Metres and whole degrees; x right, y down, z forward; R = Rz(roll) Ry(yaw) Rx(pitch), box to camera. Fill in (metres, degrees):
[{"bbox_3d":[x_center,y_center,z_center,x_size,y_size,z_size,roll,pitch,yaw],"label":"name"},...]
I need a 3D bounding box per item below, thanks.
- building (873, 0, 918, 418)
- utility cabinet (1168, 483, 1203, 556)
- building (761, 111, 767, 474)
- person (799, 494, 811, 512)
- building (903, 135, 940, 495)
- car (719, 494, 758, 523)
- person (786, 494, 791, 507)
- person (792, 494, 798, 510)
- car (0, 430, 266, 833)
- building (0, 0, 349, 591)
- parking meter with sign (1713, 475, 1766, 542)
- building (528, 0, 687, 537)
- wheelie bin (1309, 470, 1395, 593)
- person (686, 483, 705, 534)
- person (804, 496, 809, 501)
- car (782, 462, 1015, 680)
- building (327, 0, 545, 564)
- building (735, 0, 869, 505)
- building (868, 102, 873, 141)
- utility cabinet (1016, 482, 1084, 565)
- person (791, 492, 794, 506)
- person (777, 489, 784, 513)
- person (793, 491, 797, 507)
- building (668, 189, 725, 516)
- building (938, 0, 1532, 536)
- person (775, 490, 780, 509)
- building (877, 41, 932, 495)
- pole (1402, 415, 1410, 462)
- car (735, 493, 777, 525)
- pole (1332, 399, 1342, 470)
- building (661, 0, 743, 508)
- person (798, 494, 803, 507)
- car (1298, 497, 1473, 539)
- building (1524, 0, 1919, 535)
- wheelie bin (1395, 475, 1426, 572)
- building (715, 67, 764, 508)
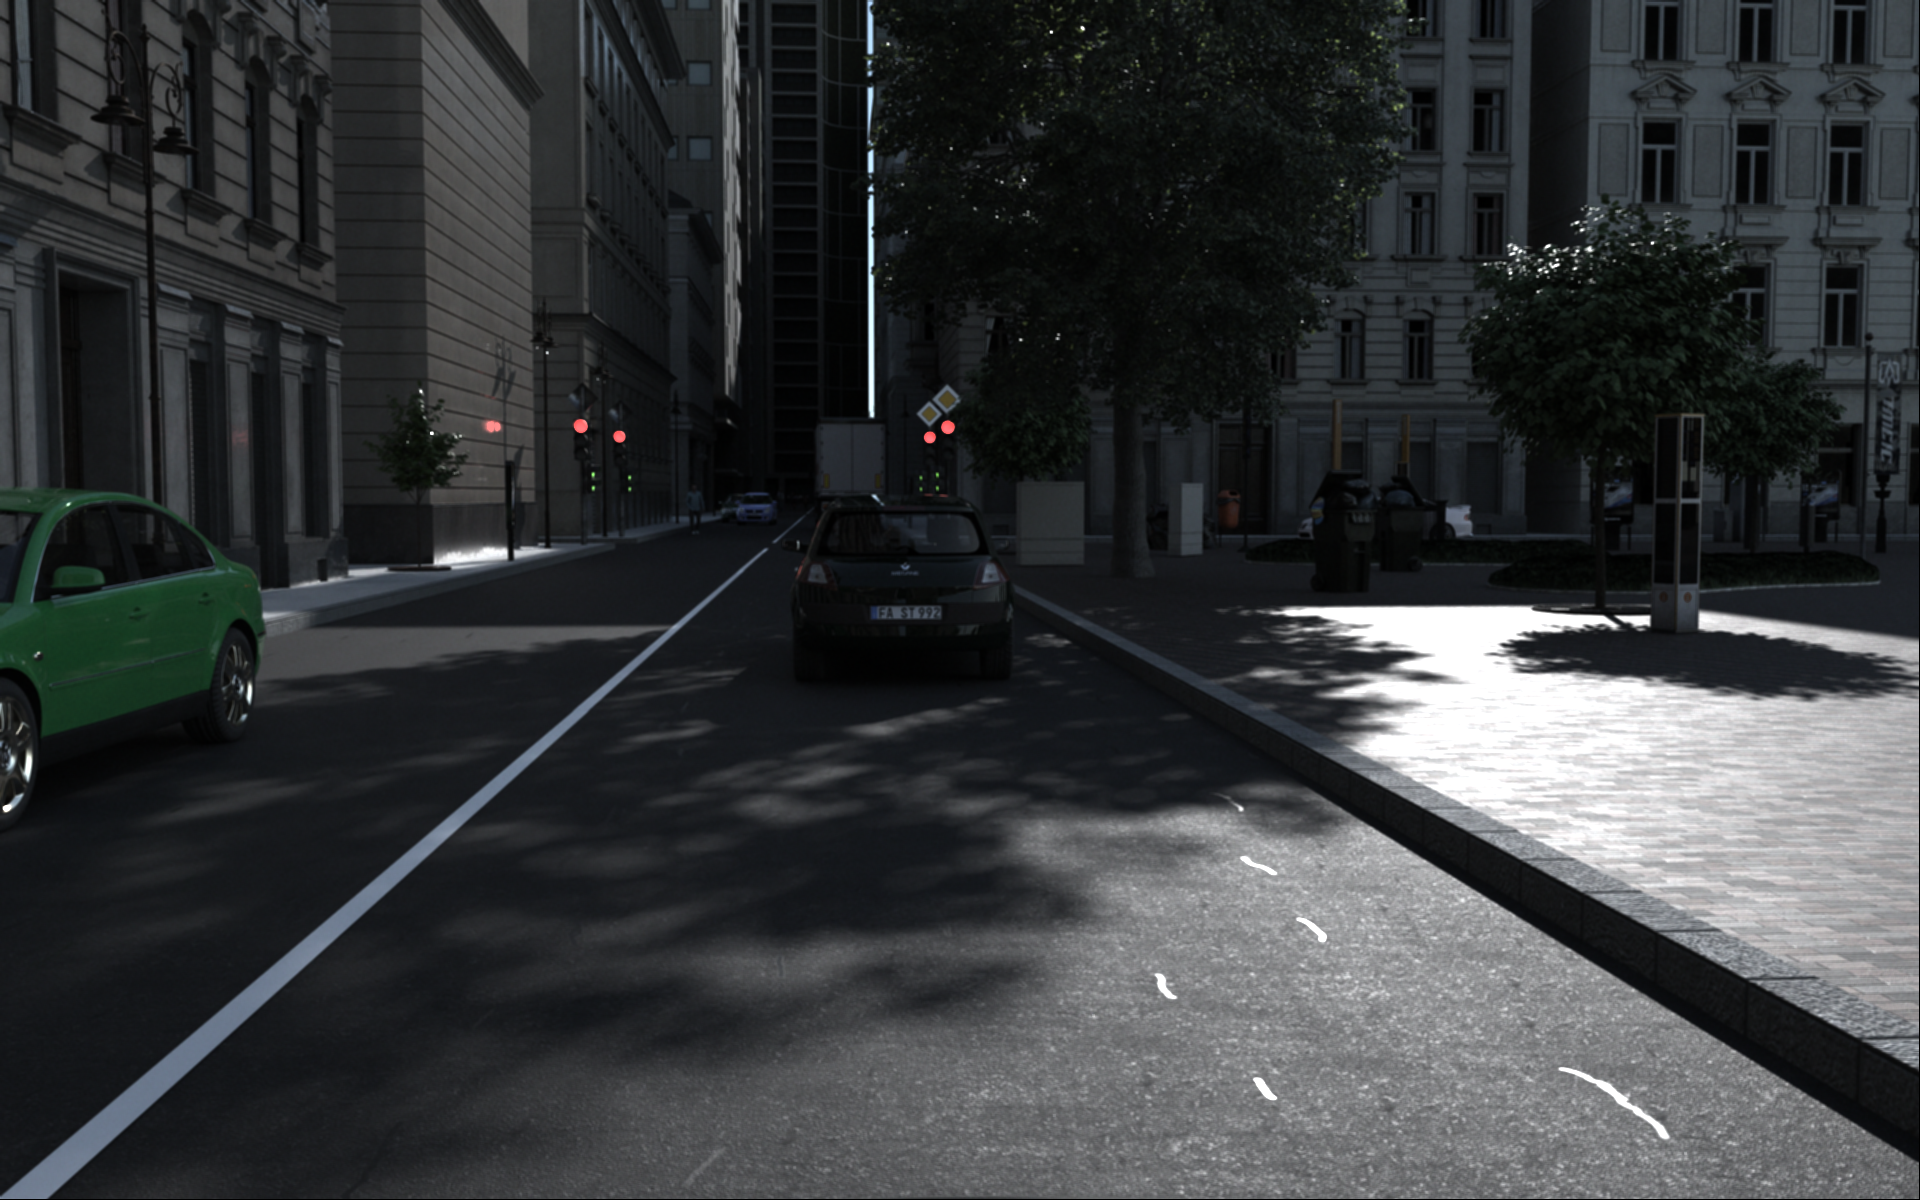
[{"bbox_3d":[-0.075,-27.996,141.326,14.154,41.232,14.086,0,4,-4],"label":"building"},{"bbox_3d":[4.656,-1.660,35.817,0.318,1.500,1.173,2,4,30],"label":"utility cabinet"},{"bbox_3d":[-36.688,-34.826,189.021,30.456,49.044,23.786,0,4,-4],"label":"building"},{"bbox_3d":[-12.433,-7.818,139.580,1.065,1.426,0.557,1,4,21],"label":"person"},{"bbox_3d":[4.633,-15.997,80.630,14.460,24.649,34.723,0,4,-4],"label":"building"},{"bbox_3d":[-11.009,-4.600,87.013,2.131,1.459,4.920,0,4,-5],"label":"car"},{"bbox_3d":[-19.363,-11.257,195.735,0.799,1.438,0.628,1,4,17],"label":"person"},{"bbox_3d":[-15.202,-9.064,159.928,0.421,1.427,0.697,3,4,37],"label":"person"},{"bbox_3d":[-4.979,0.012,8.608,1.959,1.807,4.718,0,4,-3],"label":"car"},{"bbox_3d":[-13.383,-10.248,16.700,9.793,20.994,18.267,0,4,-4],"label":"building"},{"bbox_3d":[21.009,-3.070,46.451,1.738,3.016,0.543,-2,4,-25],"label":"parking meter with sign"},{"bbox_3d":[-19.596,-14.194,65.364,16.112,22.955,30.059,0,4,-4],"label":"building"},{"bbox_3d":[5.077,-0.910,22.785,0.980,1.594,0.693,-2,4,-35],"label":"wheelie bin"},{"bbox_3d":[-9.518,-3.282,62.175,0.660,1.820,0.620,-2,4,-25],"label":"person"},{"bbox_3d":[-17.563,-11.365,197.501,0.628,1.438,0.799,-2,4,-24],"label":"person"},{"bbox_3d":[-0.531,-0.304,14.752,2.009,1.686,4.222,0,4,-4],"label":"car"},{"bbox_3d":[-22.146,-14.584,35.719,25.104,27.353,12.463,0,4,-4],"label":"building"},{"bbox_3d":[-21.834,-47.709,218.286,20.611,71.187,20.563,0,4,-4],"label":"building"},{"bbox_3d":[2.221,-38.925,225.669,27.495,52.752,28.713,0,4,-4],"label":"building"},{"bbox_3d":[1.606,-1.359,30.895,1.173,1.500,0.318,-1,4,-12],"label":"utility cabinet"},{"bbox_3d":[-19.669,-11.840,203.006,0.541,1.710,0.530,-3,4,-38],"label":"person"},{"bbox_3d":[-13.729,-7.583,132.559,0.705,1.814,1.350,-2,4,-24],"label":"person"},{"bbox_3d":[-18.288,-11.237,192.191,0.705,1.831,1.348,-1,4,-22],"label":"person"},{"bbox_3d":[-20.173,-15.294,100.970,10.553,20.767,40.483,0,4,-4],"label":"building"},{"bbox_3d":[8.414,-12.735,57.376,18.267,20.994,9.793,0,4,-4],"label":"building"},{"bbox_3d":[-17.622,-9.741,167.628,0.599,1.838,0.709,2,4,32],"label":"person"},{"bbox_3d":[0.626,-20.488,112.469,11.434,29.767,29.804,0,4,-4],"label":"building"},{"bbox_3d":[11.455,-3.102,44.567,0.158,3.312,0.155,0,3,0],"label":"pole"},{"bbox_3d":[-9.448,-4.347,80.658,1.945,1.707,3.694,0,4,-3],"label":"car"},{"bbox_3d":[8.119,-2.661,37.350,0.158,3.312,0.155,0,3,0],"label":"pole"},{"bbox_3d":[-31.585,-33.583,138.318,28.713,52.752,27.495,0,4,-4],"label":"building"},{"bbox_3d":[-17.198,-10.683,186.348,0.628,1.438,0.799,0,4,-3],"label":"person"},{"bbox_3d":[11.865,-2.206,48.429,4.827,1.381,2.083,0,4,-6],"label":"car"},{"bbox_3d":[40.047,-17.490,62.383,44.131,29.872,17.030,0,4,-4],"label":"building"},{"bbox_3d":[7.318,-1.279,28.827,0.693,1.594,0.980,0,4,-7],"label":"wheelie bin"},{"bbox_3d":[-25.639,-29.182,160.715,14.154,41.232,14.086,0,4,-4],"label":"building"}]
